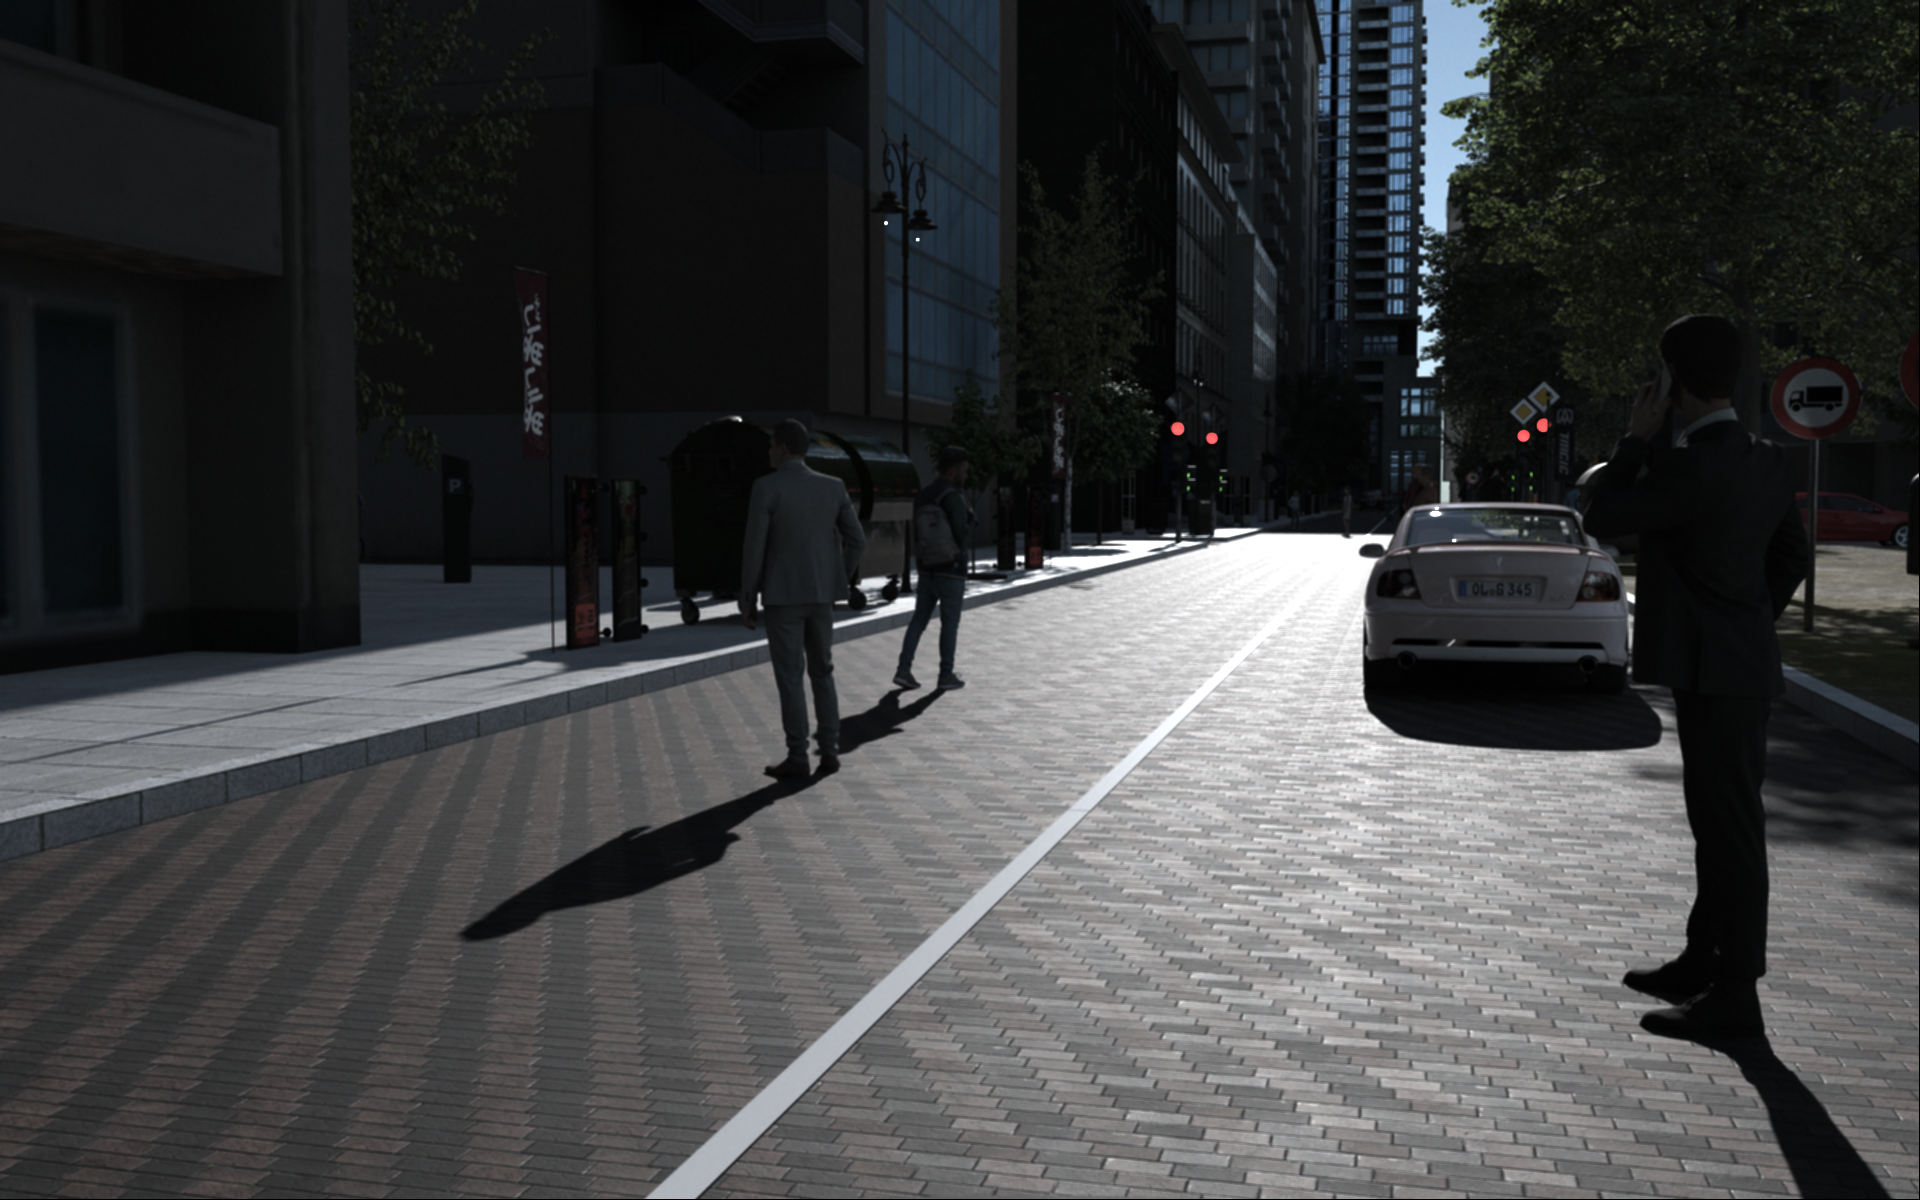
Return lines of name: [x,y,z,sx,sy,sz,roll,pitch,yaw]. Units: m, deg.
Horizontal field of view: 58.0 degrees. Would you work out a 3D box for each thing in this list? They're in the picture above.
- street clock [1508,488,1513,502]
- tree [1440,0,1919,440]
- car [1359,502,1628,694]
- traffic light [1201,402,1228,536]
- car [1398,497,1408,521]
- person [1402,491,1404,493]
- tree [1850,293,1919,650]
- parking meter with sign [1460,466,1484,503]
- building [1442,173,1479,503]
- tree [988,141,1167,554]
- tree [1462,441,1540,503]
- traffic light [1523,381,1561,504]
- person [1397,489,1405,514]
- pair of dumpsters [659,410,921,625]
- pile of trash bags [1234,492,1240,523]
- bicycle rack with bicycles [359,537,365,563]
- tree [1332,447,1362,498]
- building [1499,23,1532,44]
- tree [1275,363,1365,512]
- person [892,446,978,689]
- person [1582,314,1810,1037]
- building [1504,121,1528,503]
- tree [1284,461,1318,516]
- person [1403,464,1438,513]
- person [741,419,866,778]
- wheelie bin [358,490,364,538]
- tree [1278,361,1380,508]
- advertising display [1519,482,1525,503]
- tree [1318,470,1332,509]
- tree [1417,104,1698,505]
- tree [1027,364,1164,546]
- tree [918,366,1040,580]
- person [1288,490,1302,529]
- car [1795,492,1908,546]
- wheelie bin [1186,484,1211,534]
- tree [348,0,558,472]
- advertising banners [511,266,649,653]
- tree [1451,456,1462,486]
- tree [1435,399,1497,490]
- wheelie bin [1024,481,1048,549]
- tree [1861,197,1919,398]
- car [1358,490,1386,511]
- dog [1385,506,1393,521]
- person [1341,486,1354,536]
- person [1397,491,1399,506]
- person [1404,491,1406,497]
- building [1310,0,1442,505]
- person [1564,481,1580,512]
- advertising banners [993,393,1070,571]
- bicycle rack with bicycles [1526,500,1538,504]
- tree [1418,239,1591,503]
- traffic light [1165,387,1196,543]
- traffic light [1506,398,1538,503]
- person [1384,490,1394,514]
street clock: [30.622,-5.622,96.486,0.358,2.002,0.471,1,4,9]
tree: [9.918,-6.386,22.541,7.486,12.596,7.792,0,3,0]
car: [4.265,-0.100,13.993,2.083,1.381,4.827,1,4,15]
traffic light: [7.769,-3.926,53.109,0.839,4.253,0.868,1,4,15]
car: [24.968,-5.189,94.634,2.009,1.686,4.222,1,4,16]
person: [48.899,-11.152,190.923,0.705,1.812,1.348,0,4,-6]
tree: [8.413,-1.192,14.085,1.663,3.219,1.824,0,3,0]
parking meter with sign: [31.602,-6.774,107.016,1.738,3.016,0.543,-3,5,-40]
building: [66.663,-32.327,212.142,14.086,41.232,14.154,1,4,15]
tree: [2.340,-5.302,37.057,4.737,8.622,4.395,0,3,0]
tree: [27.168,-6.216,85.339,4.285,4.588,4.351,0,3,0]
traffic light: [14.480,-3.316,43.132,0.839,4.253,0.868,1,4,15]
person: [32.132,-7.170,126.179,0.683,1.767,0.568,2,4,34]
pair of dumpsters: [-1.736,-0.994,18.739,1.574,2.255,4.437,1,4,15]
pile of trash bags: [12.292,-4.220,78.744,1.912,1.369,3.447,1,4,17]
bicycle rack with bicycles: [-11.707,-1.004,29.804,2.925,0.926,2.852,-3,5,-40]
tree: [40.062,-14.131,181.401,4.360,8.622,3.978,0,3,0]
building: [52.863,-28.379,147.583,14.154,41.232,14.086,1,4,15]
tree: [24.327,-11.487,122.232,8.767,10.594,7.601,1,4,14]
person: [-0.137,-0.237,12.723,0.623,1.781,0.721,3,4,36]
person: [1.971,0.195,4.681,0.474,1.900,0.648,3,4,38]
building: [49.536,-22.161,134.040,14.160,30.474,14.107,1,4,15]
tree: [19.539,-6.490,100.705,1.663,3.219,1.824,0,3,0]
person: [6.109,-0.882,22.897,0.573,1.828,0.580,-2,4,-26]
person: [-0.813,-0.014,8.831,0.635,1.810,0.391,-3,5,-41]
wheelie bin: [-8.377,-0.929,23.089,0.693,1.594,0.980,2,4,33]
tree: [34.783,-15.720,163.677,9.857,13.997,8.962,0,3,0]
advertising display: [26.294,-4.640,81.080,0.123,1.923,0.974,2,4,28]
tree: [28.833,-8.744,137.570,1.663,3.219,1.824,0,3,0]
tree: [19.297,-9.138,56.067,9.857,13.997,8.962,0,3,0]
tree: [3.396,-3.637,43.178,4.285,4.588,4.351,0,3,0]
tree: [0.098,-1.942,26.356,1.663,3.219,1.824,0,3,0]
person: [13.682,-3.698,70.777,0.589,1.601,0.330,-1,4,-23]
car: [23.254,-2.232,45.526,4.494,1.783,2.155,1,4,16]
wheelie bin: [7.645,-2.903,55.371,0.980,1.594,0.693,-2,4,-31]
tree: [-6.603,-4.120,17.726,4.737,8.622,4.395,0,3,0]
advertising banners: [-3.130,-1.113,14.378,0.090,3.025,2.074,1,4,18]
tree: [37.737,-8.777,127.224,4.285,4.588,4.351,0,3,0]
tree: [34.857,-10.255,118.038,4.737,8.622,4.395,0,3,0]
wheelie bin: [1.887,-1.996,40.543,0.693,1.594,0.980,1,4,14]
tree: [21.869,-5.315,37.261,4.737,8.622,4.395,0,3,0]
car: [35.579,-8.617,149.552,2.281,1.827,5.304,1,4,14]
dog: [22.639,-4.574,91.621,0.513,0.831,0.800,2,4,27]
person: [13.262,-3.049,59.361,0.522,1.701,0.512,0,4,-7]
person: [47.993,-11.016,189.280,0.621,1.740,0.551,-3,4,-37]
person: [44.143,-9.941,171.713,1.217,1.739,0.721,1,4,19]
building: [45.710,-55.535,220.668,31.000,86.520,22.319,1,4,15]
person: [16.369,-2.278,46.094,0.601,1.785,0.444,2,4,31]
advertising banners: [1.248,-2.044,29.613,0.090,3.025,2.074,3,5,40]
bicycle rack with bicycles: [33.031,-5.235,98.973,2.925,0.926,2.852,-1,4,-21]
tree: [21.747,-8.649,67.172,9.928,11.665,9.643,0,3,0]
traffic light: [5.755,-3.453,45.381,0.839,4.253,0.868,1,4,15]
traffic light: [16.494,-3.788,50.860,0.839,4.253,0.868,1,4,15]
person: [30.135,-6.895,121.828,0.593,1.750,0.643,-1,4,-13]
